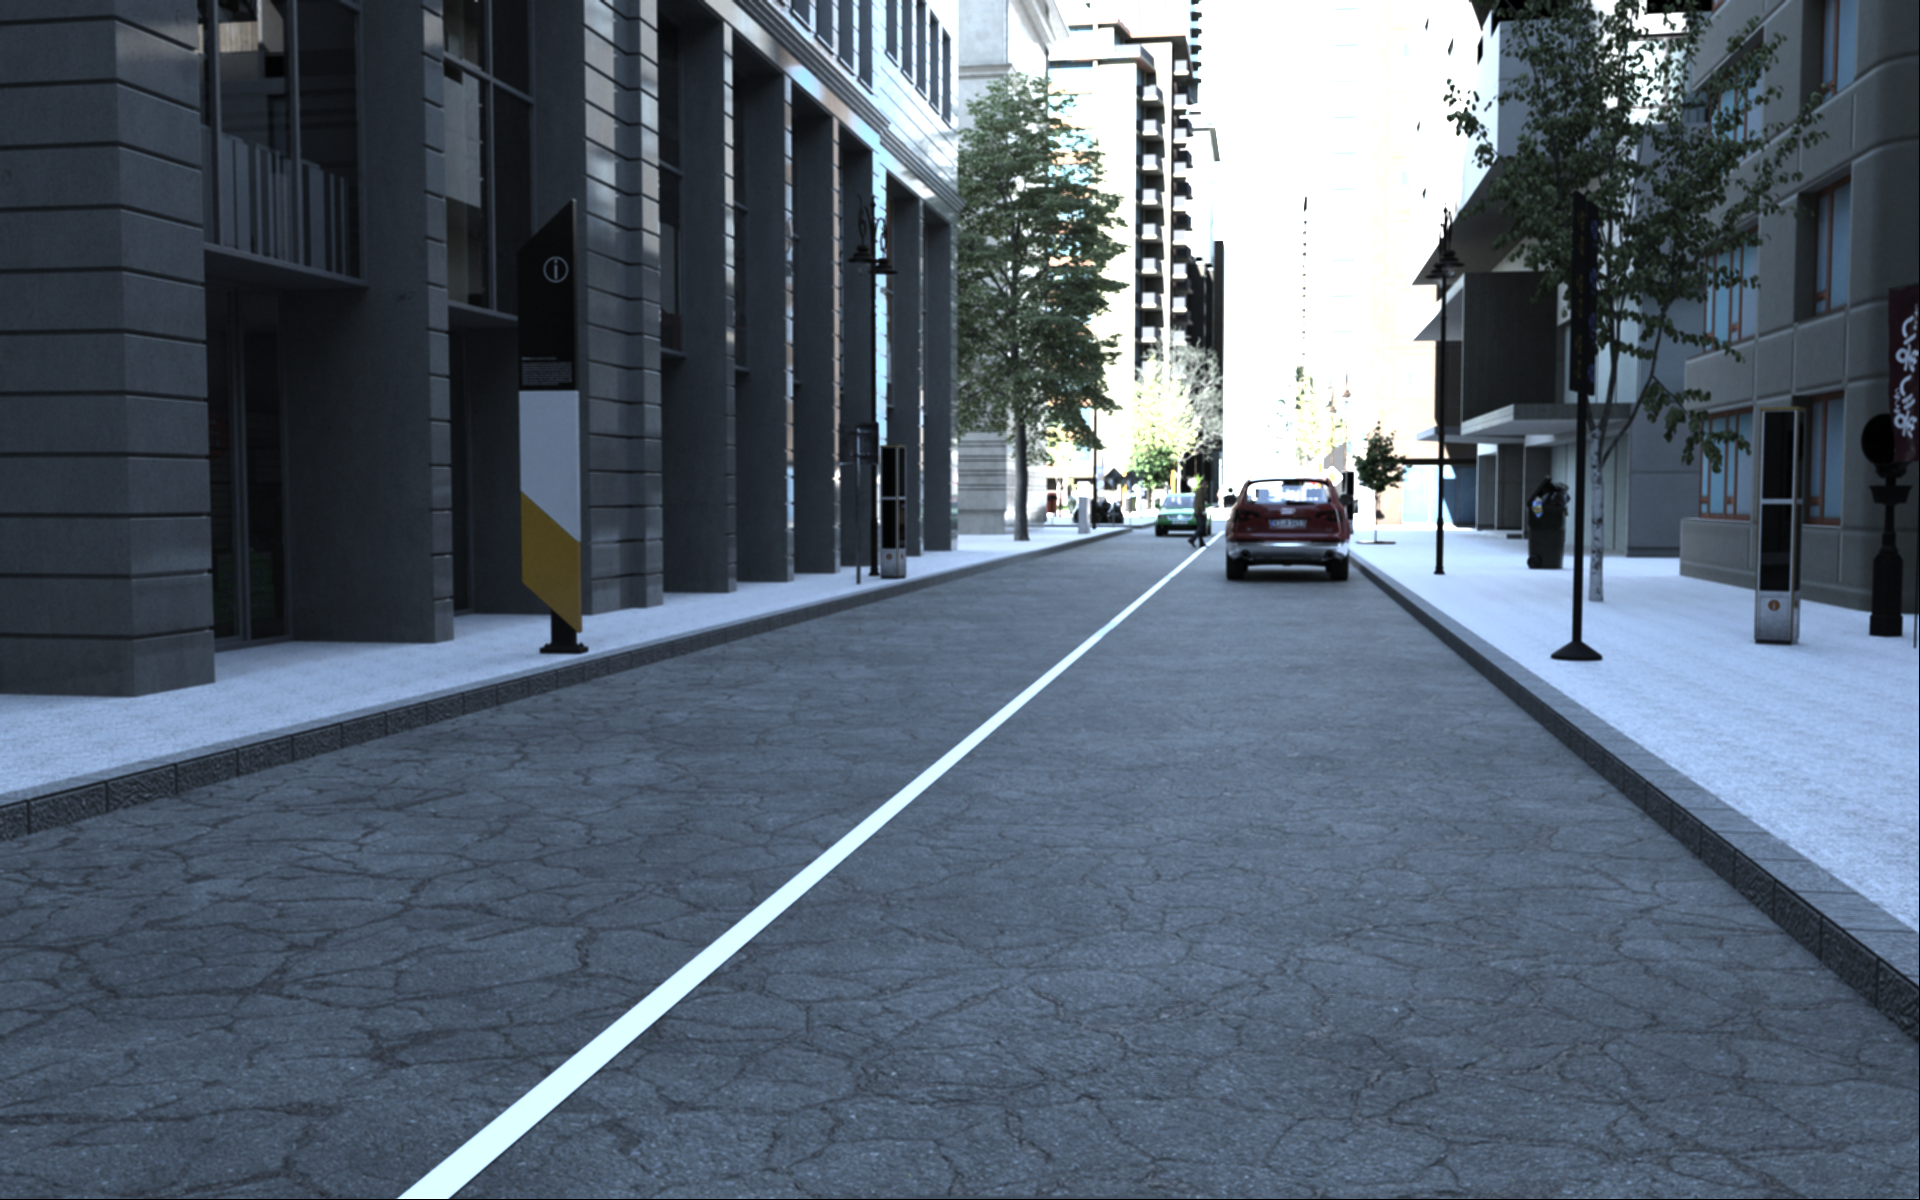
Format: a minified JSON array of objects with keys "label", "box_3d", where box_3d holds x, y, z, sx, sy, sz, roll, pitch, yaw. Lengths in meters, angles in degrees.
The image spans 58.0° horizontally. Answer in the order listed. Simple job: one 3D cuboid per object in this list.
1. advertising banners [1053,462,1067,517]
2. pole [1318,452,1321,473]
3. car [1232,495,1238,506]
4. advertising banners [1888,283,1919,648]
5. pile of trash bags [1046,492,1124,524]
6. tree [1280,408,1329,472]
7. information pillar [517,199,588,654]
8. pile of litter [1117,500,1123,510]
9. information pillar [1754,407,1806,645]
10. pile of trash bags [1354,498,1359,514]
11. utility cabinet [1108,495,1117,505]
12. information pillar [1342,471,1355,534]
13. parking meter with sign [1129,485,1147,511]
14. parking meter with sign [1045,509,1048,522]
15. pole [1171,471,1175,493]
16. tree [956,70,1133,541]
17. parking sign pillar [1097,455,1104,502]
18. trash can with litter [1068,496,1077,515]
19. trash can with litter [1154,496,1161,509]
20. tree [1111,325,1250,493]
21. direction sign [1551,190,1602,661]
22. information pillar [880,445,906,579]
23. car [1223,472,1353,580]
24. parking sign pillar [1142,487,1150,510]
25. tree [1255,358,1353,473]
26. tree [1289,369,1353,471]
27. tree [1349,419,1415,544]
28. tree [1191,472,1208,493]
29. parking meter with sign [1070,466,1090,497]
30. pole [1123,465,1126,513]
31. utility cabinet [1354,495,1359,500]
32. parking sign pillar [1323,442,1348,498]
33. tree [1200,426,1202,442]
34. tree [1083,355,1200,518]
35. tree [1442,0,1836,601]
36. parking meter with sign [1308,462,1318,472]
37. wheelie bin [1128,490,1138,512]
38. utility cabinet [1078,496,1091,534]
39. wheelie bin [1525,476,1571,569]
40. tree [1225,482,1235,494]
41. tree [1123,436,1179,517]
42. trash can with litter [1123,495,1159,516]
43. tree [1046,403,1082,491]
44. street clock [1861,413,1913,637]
[{"label":"advertising banners","box_3d":[5.592,-6.158,96.864,0.090,3.025,2.074,-1,4,-18]},{"label":"pole","box_3d":[17.379,-5.490,83.605,0.158,3.312,0.155,0,3,0]},{"label":"car","box_3d":[31.381,-11.102,193.881,2.083,1.381,4.827,1,4,9]},{"label":"advertising banners","box_3d":[7.994,-1.078,13.814,0.090,3.025,2.074,0,4,-4]},{"label":"pile of trash bags","box_3d":[5.326,-4.004,75.221,3.447,1.369,1.912,-1,4,-10]},{"label":"tree","box_3d":[27.787,-11.507,138.497,4.360,8.622,3.978,0,3,0]},{"label":"information pillar","box_3d":[-3.284,-1.380,13.911,0.504,3.616,0.183,0,4,8]},{"label":"pile of litter","box_3d":[13.276,-7.862,142.502,1.719,0.858,1.176,-2,4,-29]},{"label":"information pillar","box_3d":[7.016,-0.632,14.817,0.304,2.012,0.304,3,4,36]},{"label":"pile of trash bags","box_3d":[25.367,-6.244,111.838,1.912,1.369,3.447,-1,4,-20]},{"label":"utility cabinet","box_3d":[11.979,-7.643,136.130,0.306,1.237,1.020,2,4,34]},{"label":"information pillar","box_3d":[12.431,-3.120,55.502,0.304,2.012,0.304,-1,4,-15]},{"label":"parking meter with sign","box_3d":[13.702,-8.406,133.693,0.543,3.016,1.738,-3,5,-45]},{"label":"parking meter with sign","box_3d":[3.594,-5.108,79.780,0.543,3.016,1.738,1,4,20]},{"label":"pole","box_3d":[16.393,-8.544,133.541,0.158,3.312,0.155,0,3,0]},{"label":"tree","box_3d":[1.349,-7.892,47.168,7.486,12.596,7.792,0,3,0]},{"label":"parking sign pillar","box_3d":[9.669,-7.980,118.937,1.447,3.967,1.447,0,4,2]},{"label":"trash can with litter","box_3d":[7.086,-5.824,106.609,0.624,1.170,1.055,-2,4,-33]},{"label":"trash can with litter","box_3d":[16.696,-8.135,144.394,1.055,1.170,0.624,0,4,6]},{"label":"tree","box_3d":[15.893,-13.206,126.290,12.009,13.543,11.850,0,3,0]},{"label":"direction sign","box_3d":[4.805,-1.309,13.392,0.379,3.537,0.876,2,4,30]},{"label":"information pillar","box_3d":[-1.014,-1.332,26.273,0.304,2.012,0.304,1,4,23]},{"label":"car","box_3d":[5.761,-1.334,30.481,2.281,1.827,5.304,1,4,11]},{"label":"parking sign pillar","box_3d":[14.180,-9.016,135.878,1.447,3.967,1.447,3,5,42]},{"label":"tree","box_3d":[23.758,-11.290,119.006,7.601,10.594,8.767,1,4,14]},{"label":"tree","box_3d":[21.084,-9.250,101.592,4.737,8.622,4.395,0,3,0]},{"label":"tree","box_3d":[10.895,-3.067,44.740,1.663,3.219,1.824,0,3,0]},{"label":"tree","box_3d":[21.458,-9.834,155.385,1.663,3.219,1.824,0,3,0]},{"label":"parking meter with sign","box_3d":[7.756,-6.850,108.252,1.738,3.016,0.543,0,4,-7]},{"label":"pole","box_3d":[11.406,-7.713,119.956,0.158,3.312,0.155,0,3,0]},{"label":"utility cabinet","box_3d":[28.270,-6.901,123.995,0.306,1.237,1.020,-1,4,-16]},{"label":"parking sign pillar","box_3d":[19.413,-6.201,89.860,1.447,3.967,1.447,3,4,37]},{"label":"tree","box_3d":[13.187,-9.765,110.024,4.737,8.622,4.395,0,3,0]},{"label":"tree","box_3d":[9.736,-8.693,92.501,4.737,8.622,4.395,0,3,0]},{"label":"tree","box_3d":[7.614,-4.277,20.288,4.737,8.622,4.395,0,3,0]},{"label":"parking meter with sign","box_3d":[19.493,-6.094,95.896,0.543,3.016,1.738,1,4,9]},{"label":"wheelie bin","box_3d":[12.243,-7.085,123.751,0.693,1.594,0.980,-2,4,-34]},{"label":"utility cabinet","box_3d":[4.024,-2.736,55.896,0.306,1.237,1.020,1,4,12]},{"label":"wheelie bin","box_3d":[10.135,-1.343,29.860,0.693,1.594,0.980,2,4,24]},{"label":"tree","box_3d":[44.481,-17.755,284.893,1.663,3.219,1.824,0,3,0]},{"label":"tree","box_3d":[10.781,-7.004,98.229,4.285,4.588,4.351,0,3,0]},{"label":"trash can with litter","box_3d":[10.439,-5.677,103.883,2.233,1.210,1.678,-3,4,-37]},{"label":"tree","box_3d":[7.990,-11.526,138.819,4.737,8.622,4.395,0,3,0]},{"label":"street clock","box_3d":[8.376,-0.675,15.609,0.358,2.002,0.471,-1,4,-20]}]
